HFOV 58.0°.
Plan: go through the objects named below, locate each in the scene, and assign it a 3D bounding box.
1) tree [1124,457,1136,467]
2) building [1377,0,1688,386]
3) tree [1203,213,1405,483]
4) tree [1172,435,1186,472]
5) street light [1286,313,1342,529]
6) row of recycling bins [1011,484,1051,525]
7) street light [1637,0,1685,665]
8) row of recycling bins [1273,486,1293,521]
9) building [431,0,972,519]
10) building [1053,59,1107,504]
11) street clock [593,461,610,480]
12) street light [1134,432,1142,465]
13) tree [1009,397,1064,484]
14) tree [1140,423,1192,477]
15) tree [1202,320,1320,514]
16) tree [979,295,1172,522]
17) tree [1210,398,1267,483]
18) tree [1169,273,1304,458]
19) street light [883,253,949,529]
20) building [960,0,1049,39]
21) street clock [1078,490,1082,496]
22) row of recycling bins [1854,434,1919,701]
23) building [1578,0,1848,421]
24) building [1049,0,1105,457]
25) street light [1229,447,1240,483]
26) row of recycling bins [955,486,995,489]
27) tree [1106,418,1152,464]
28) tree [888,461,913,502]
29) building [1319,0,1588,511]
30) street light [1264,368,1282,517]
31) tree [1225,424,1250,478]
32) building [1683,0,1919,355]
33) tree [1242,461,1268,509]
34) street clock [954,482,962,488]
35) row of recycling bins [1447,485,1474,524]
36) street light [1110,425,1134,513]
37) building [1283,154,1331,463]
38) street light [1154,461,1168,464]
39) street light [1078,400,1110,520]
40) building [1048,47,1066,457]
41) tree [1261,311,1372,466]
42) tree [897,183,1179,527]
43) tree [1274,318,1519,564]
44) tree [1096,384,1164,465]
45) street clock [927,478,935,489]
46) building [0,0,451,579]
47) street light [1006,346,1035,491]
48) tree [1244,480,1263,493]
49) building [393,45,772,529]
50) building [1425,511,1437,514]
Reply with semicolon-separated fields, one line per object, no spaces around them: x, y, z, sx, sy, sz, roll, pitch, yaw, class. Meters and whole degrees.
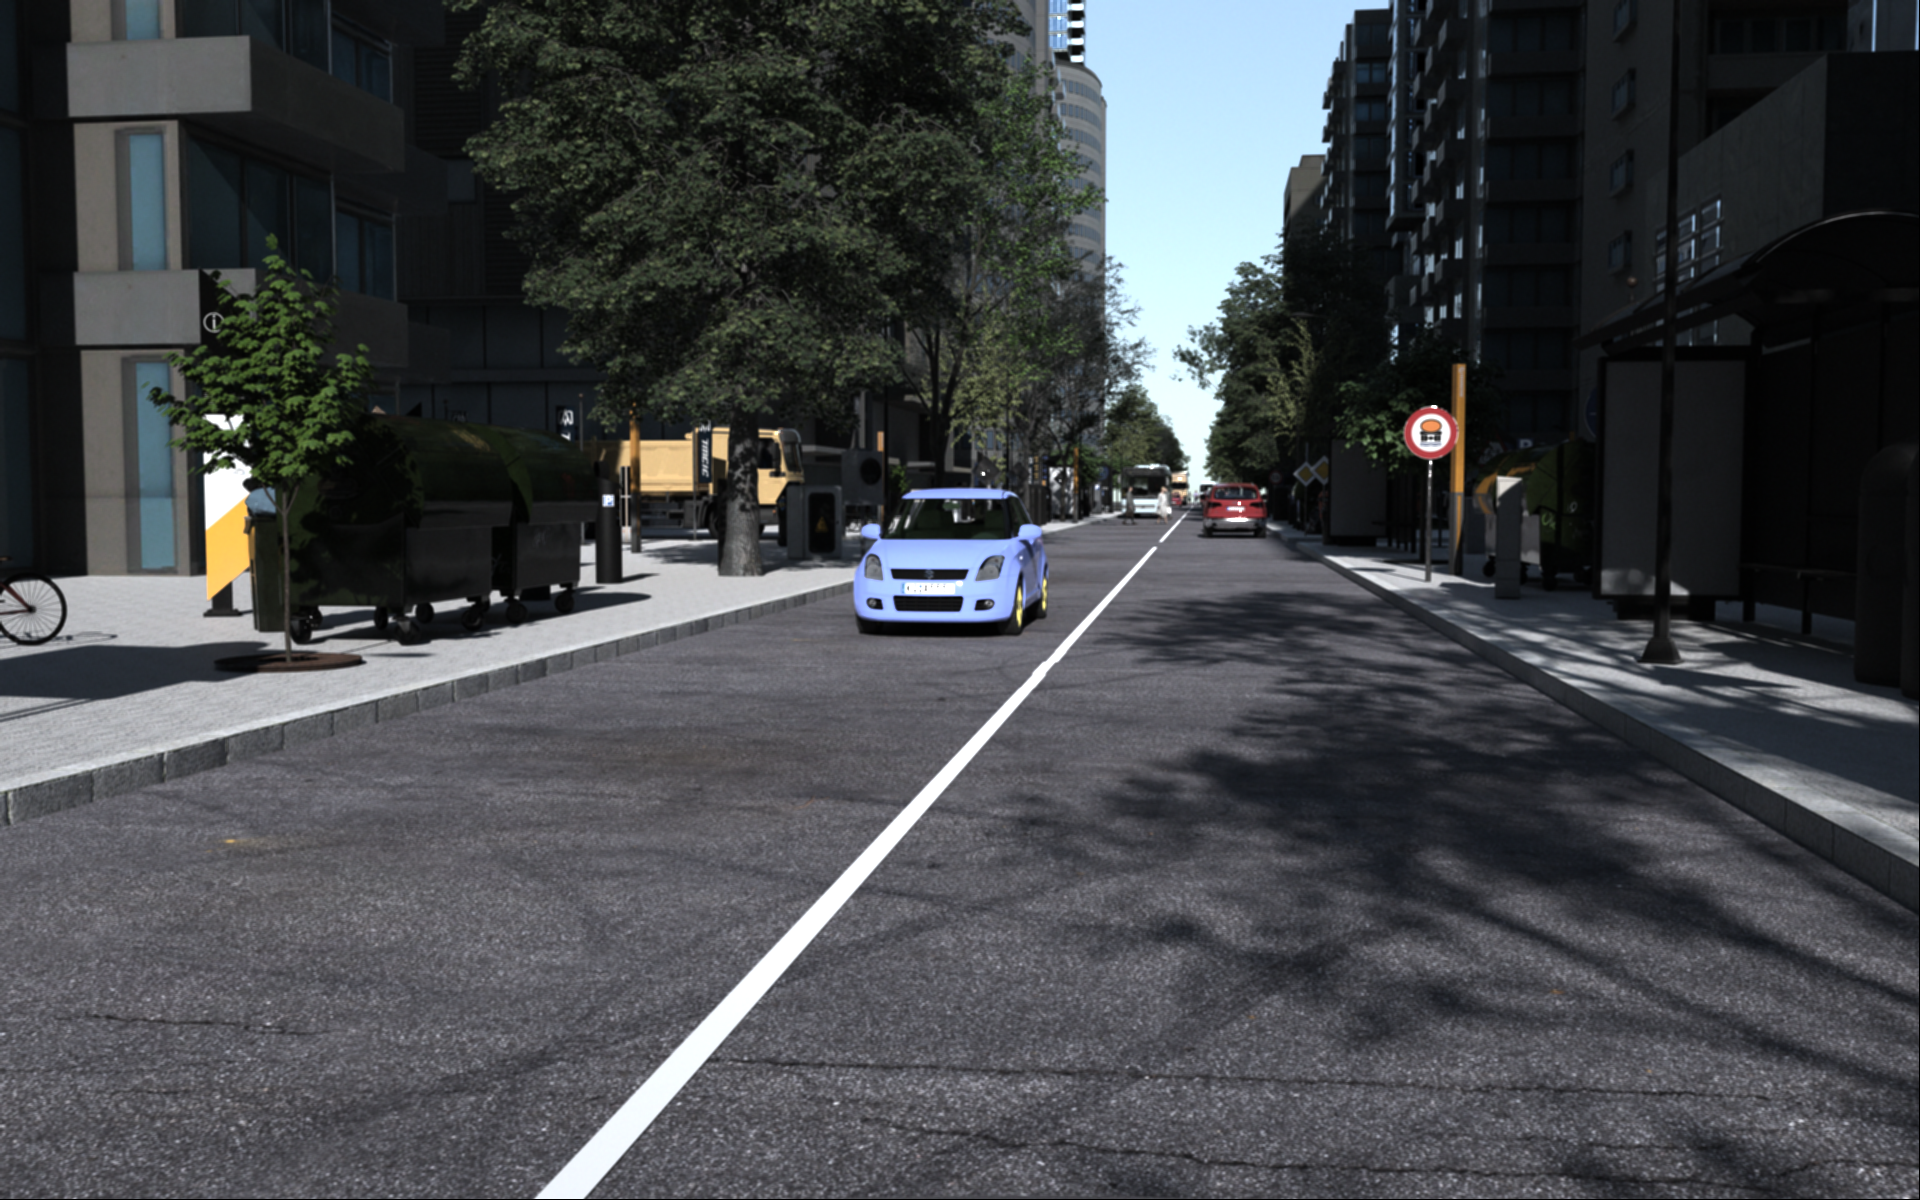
12.467;-9.328;136.223;4.285;4.588;4.351;0;3;0;tree
44.292;-50.783;142.981;22.319;86.520;31.000;0;4;8;building
16.031;-10.637;80.563;9.857;13.997;8.962;0;3;0;tree
29.075;-19.393;251.490;8.767;10.594;7.601;2;4;33;tree
9.182;-4.397;44.438;1.470;5.913;1.316;0;4;8;street light
2.878;-3.911;71.057;1.069;1.692;3.534;1;4;15;row of recycling bins
4.799;-2.479;13.081;1.470;5.913;1.316;0;4;8;street light
16.427;-4.774;85.174;1.069;1.692;3.534;3;5;39;row of recycling bins
-14.268;-31.955;111.706;28.713;52.752;27.495;0;4;8;building
8.383;-42.362;234.618;21.231;58.520;28.212;0;4;8;building
-7.786;-2.021;37.622;0.358;2.002;0.471;-2;4;-31;street clock
12.613;-9.583;129.218;1.470;5.913;1.316;0;4;8;street light
5.281;-10.548;122.819;4.360;8.622;3.978;0;3;0;tree
33.349;-22.456;284.170;9.611;12.733;9.660;0;3;0;tree
20.311;-11.810;111.221;7.486;12.596;7.792;0;3;0;tree
4.671;-8.930;80.417;8.767;10.594;7.601;1;4;17;tree
29.104;-15.373;177.101;9.928;11.665;9.643;0;3;0;tree
24.150;-18.020;150.511;12.611;20.169;13.585;0;3;0;tree
-0.907;-3.734;33.587;1.470;5.913;1.316;0;4;8;street light
-4.380;-36.793;143.570;21.231;58.520;28.212;0;4;8;building
7.589;-6.473;110.407;0.358;2.002;0.471;1;4;9;street clock
6.319;-0.195;10.305;1.069;1.692;3.534;0;4;8;row of recycling bins
36.331;-27.134;67.350;21.600;48.544;21.300;0;4;8;building
11.333;-58.136;263.191;22.319;86.520;31.000;0;4;8;building
22.679;-10.240;139.969;1.470;5.913;1.316;0;4;8;street light
1.309;-4.957;88.163;3.534;1.692;1.069;0;4;4;row of recycling bins
16.431;-13.290;167.649;4.737;8.622;4.395;0;3;0;tree
-3.152;-5.936;91.649;1.663;3.219;1.824;0;3;0;tree
48.123;-33.942;174.559;23.786;49.044;30.456;0;4;8;building
11.925;-5.596;64.037;1.470;5.913;1.316;0;4;8;street light
27.602;-13.268;167.289;4.360;8.622;3.978;0;3;0;tree
23.008;-43.053;16.596;22.319;86.520;31.000;0;4;8;building
21.422;-8.374;120.622;4.285;4.588;4.351;0;3;0;tree
-0.101;-5.988;102.480;0.471;2.002;0.358;-3;5;-40;street clock
22.087;-4.159;75.107;1.069;1.692;3.534;0;4;-7;row of recycling bins
10.713;-8.779;116.075;1.470;5.913;1.316;0;4;8;street light
56.336;-37.822;242.087;21.300;48.544;21.600;0;4;8;building
24.346;-14.651;212.090;1.470;5.913;1.316;0;4;8;street light
6.457;-6.888;85.162;1.470;5.913;1.316;0;4;8;street light
-1.244;-33.846;172.986;23.786;49.044;30.456;0;4;8;building
14.188;-7.259;69.054;4.737;8.622;4.395;0;3;0;tree
2.607;-9.646;68.079;12.009;13.543;11.850;0;3;0;tree
8.723;-2.967;32.221;4.285;4.588;4.351;0;3;0;tree
17.615;-15.916;178.358;7.486;12.596;7.792;0;3;0;tree
-1.250;-4.397;76.456;0.358;2.002;0.471;2;4;30;street clock
-25.743;-24.950;27.534;30.456;49.044;23.786;0;4;8;building
2.018;-4.979;53.944;1.470;5.913;1.316;0;4;8;street light
23.143;-8.635;135.782;1.663;3.219;1.824;0;3;0;tree
-18.256;-29.801;76.489;28.713;52.752;27.495;0;4;8;building
40.552;-29.870;107.981;23.786;49.044;30.456;0;4;8;building
